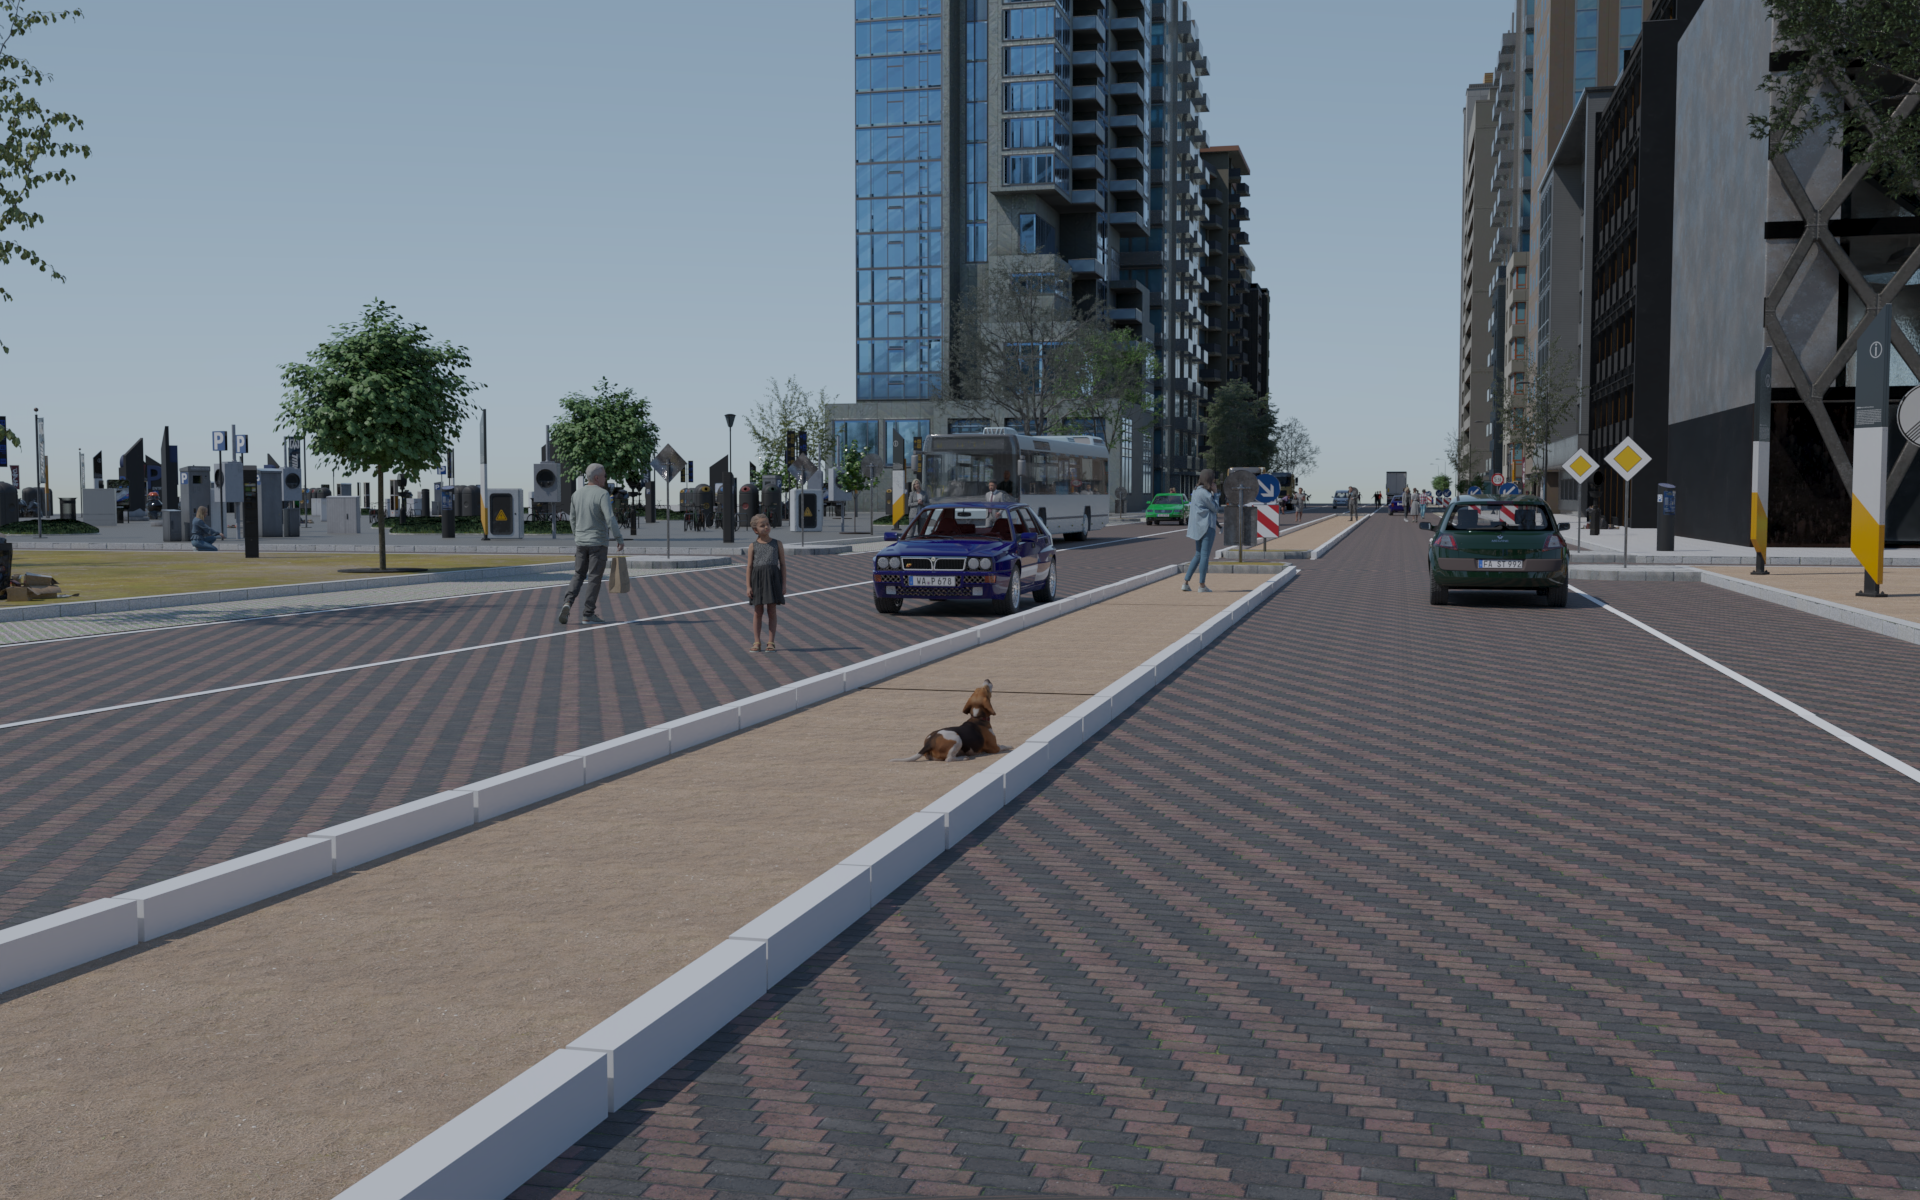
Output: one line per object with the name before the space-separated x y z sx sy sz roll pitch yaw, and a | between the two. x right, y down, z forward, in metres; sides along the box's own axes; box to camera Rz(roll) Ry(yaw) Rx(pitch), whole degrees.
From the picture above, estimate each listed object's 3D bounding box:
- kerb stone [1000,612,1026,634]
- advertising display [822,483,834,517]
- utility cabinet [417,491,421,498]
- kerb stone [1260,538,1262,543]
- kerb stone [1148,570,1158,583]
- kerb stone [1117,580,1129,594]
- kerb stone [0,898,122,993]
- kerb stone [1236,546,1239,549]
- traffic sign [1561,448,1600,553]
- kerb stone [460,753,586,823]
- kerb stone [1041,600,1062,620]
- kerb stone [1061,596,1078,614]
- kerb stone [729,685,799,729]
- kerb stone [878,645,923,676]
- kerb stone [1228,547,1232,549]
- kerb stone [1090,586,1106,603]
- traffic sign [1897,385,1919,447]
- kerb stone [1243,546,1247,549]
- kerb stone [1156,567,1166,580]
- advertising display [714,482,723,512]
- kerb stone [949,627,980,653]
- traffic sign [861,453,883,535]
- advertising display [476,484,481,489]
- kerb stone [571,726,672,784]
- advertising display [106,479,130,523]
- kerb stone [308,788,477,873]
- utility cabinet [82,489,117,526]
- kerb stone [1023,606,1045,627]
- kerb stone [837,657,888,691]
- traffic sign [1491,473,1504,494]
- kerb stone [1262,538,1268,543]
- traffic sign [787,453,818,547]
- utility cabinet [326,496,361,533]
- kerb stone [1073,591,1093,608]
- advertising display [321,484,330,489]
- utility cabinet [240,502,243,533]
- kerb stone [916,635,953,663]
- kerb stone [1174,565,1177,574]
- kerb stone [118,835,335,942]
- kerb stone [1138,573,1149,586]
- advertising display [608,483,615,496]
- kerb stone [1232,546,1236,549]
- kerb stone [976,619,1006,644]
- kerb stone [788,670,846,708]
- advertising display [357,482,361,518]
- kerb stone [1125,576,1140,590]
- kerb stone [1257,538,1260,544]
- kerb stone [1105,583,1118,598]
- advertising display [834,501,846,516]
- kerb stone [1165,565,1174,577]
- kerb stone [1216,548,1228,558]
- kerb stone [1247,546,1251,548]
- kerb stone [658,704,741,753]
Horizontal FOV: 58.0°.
kerb stone | 0.493 0.261 17.935 0.120 0.150 1.000 1 4 14
advertising display | -7.781 -5.699 98.386 0.974 1.923 0.123 -2 4 -32
utility cabinet | -38.614 -7.080 124.433 0.318 1.500 1.173 -3 5 -41
kerb stone | 8.430 -1.655 49.274 0.120 0.150 1.000 1 4 14
kerb stone | 3.020 -0.343 27.893 0.120 0.150 1.000 1 4 14
kerb stone | 2.261 -0.158 24.898 0.120 0.150 1.000 1 4 14
kerb stone | -2.780 1.051 5.005 0.120 0.150 1.000 1 4 14
kerb stone | 6.680 -1.227 42.321 0.120 0.150 1.000 1 4 14
traffic sign | 13.475 -2.081 37.664 0.795 2.450 0.064 1 4 14
kerb stone | -2.020 0.869 7.996 0.120 0.150 1.000 1 4 14
kerb stone | 0.993 0.139 19.919 0.120 0.150 1.000 1 4 14
kerb stone | 1.250 0.083 20.920 0.120 0.150 1.000 1 4 14
kerb stone | -1.263 0.687 10.972 0.120 0.150 1.000 1 4 14
kerb stone | -0.512 0.504 13.960 0.120 0.150 1.000 1 4 14
kerb stone | 6.176 -1.105 40.323 0.120 0.150 1.000 1 4 14
kerb stone | 1.756 -0.043 22.906 0.120 0.150 1.000 1 4 14
traffic sign | 11.000 -1.193 19.609 0.768 2.556 0.104 1 4 18
kerb stone | 7.180 -1.352 44.311 0.120 0.150 1.000 1 4 14
kerb stone | 3.269 -0.409 28.884 0.120 0.150 1.000 1 4 14
advertising display | -13.150 -5.554 96.025 0.974 1.923 0.123 1 4 20
kerb stone | -0.015 0.386 15.946 0.120 0.150 1.000 1 4 14
traffic sign | -2.756 -3.299 54.040 0.768 2.556 0.104 1 4 21
advertising display | -32.291 -6.824 116.790 0.123 1.923 0.974 2 4 24
kerb stone | -1.770 0.808 8.987 0.120 0.150 1.000 1 4 14
advertising display | -36.780 -4.311 75.701 0.123 1.923 0.974 2 4 34
kerb stone | -2.278 0.929 7.000 0.120 0.150 1.000 1 4 14
utility cabinet | -34.302 -3.693 69.057 1.173 1.500 0.318 -1 4 -13
kerb stone | 0.747 0.202 18.926 0.120 0.150 1.000 1 4 14
kerb stone | -0.758 0.564 12.968 0.120 0.150 1.000 1 4 14
traffic sign | 32.771 -6.452 105.598 0.768 2.556 0.104 1 4 16
kerb stone | 8.935 -1.772 51.258 0.120 0.150 1.000 1 4 14
traffic sign | -3.820 -2.349 42.049 0.795 2.450 0.064 1 4 14
utility cabinet | -20.139 -2.777 56.571 1.020 1.237 0.306 0 4 6
kerb stone | 1.501 0.017 21.916 0.120 0.150 1.000 1 4 14
advertising display | -41.475 -6.606 113.228 0.123 1.923 0.974 0 4 7
utility cabinet | -22.951 -2.922 56.452 1.173 1.500 0.318 0 4 2
kerb stone | -0.263 0.443 14.954 0.120 0.150 1.000 1 4 14
kerb stone | 3.772 -0.531 30.871 0.120 0.150 1.000 1 4 14
kerb stone | -2.526 0.995 5.998 0.120 0.150 1.000 1 4 14
kerb stone | 2.762 -0.286 26.891 0.120 0.150 1.000 1 4 14
advertising display | -20.198 -5.776 99.658 0.123 1.923 0.974 2 4 27
kerb stone | 6.422 -1.170 41.326 0.120 0.150 1.000 1 4 14
kerb stone | 0.254 0.321 16.939 0.120 0.150 1.000 1 4 14
kerb stone | -1.017 0.625 11.976 0.120 0.150 1.000 1 4 14
advertising display | -32.617 -5.433 94.037 0.123 1.923 0.974 -1 4 -14
kerb stone | 2.514 -0.226 25.891 0.120 0.150 1.000 1 4 14
kerb stone | 8.188 -1.595 48.280 0.120 0.150 1.000 1 4 14
kerb stone | 2.010 -0.105 23.907 0.120 0.150 1.000 1 4 14
advertising display | -6.984 -5.763 99.446 0.974 1.923 0.123 -3 4 -38
kerb stone | 3.519 -0.470 29.875 0.120 0.150 1.000 1 4 14
kerb stone | 5.917 -1.048 39.334 0.120 0.150 1.000 1 4 14
kerb stone | 7.432 -1.413 45.302 0.120 0.150 1.000 1 4 14
kerb stone | -1.518 0.747 9.981 0.120 0.150 1.000 1 4 14
